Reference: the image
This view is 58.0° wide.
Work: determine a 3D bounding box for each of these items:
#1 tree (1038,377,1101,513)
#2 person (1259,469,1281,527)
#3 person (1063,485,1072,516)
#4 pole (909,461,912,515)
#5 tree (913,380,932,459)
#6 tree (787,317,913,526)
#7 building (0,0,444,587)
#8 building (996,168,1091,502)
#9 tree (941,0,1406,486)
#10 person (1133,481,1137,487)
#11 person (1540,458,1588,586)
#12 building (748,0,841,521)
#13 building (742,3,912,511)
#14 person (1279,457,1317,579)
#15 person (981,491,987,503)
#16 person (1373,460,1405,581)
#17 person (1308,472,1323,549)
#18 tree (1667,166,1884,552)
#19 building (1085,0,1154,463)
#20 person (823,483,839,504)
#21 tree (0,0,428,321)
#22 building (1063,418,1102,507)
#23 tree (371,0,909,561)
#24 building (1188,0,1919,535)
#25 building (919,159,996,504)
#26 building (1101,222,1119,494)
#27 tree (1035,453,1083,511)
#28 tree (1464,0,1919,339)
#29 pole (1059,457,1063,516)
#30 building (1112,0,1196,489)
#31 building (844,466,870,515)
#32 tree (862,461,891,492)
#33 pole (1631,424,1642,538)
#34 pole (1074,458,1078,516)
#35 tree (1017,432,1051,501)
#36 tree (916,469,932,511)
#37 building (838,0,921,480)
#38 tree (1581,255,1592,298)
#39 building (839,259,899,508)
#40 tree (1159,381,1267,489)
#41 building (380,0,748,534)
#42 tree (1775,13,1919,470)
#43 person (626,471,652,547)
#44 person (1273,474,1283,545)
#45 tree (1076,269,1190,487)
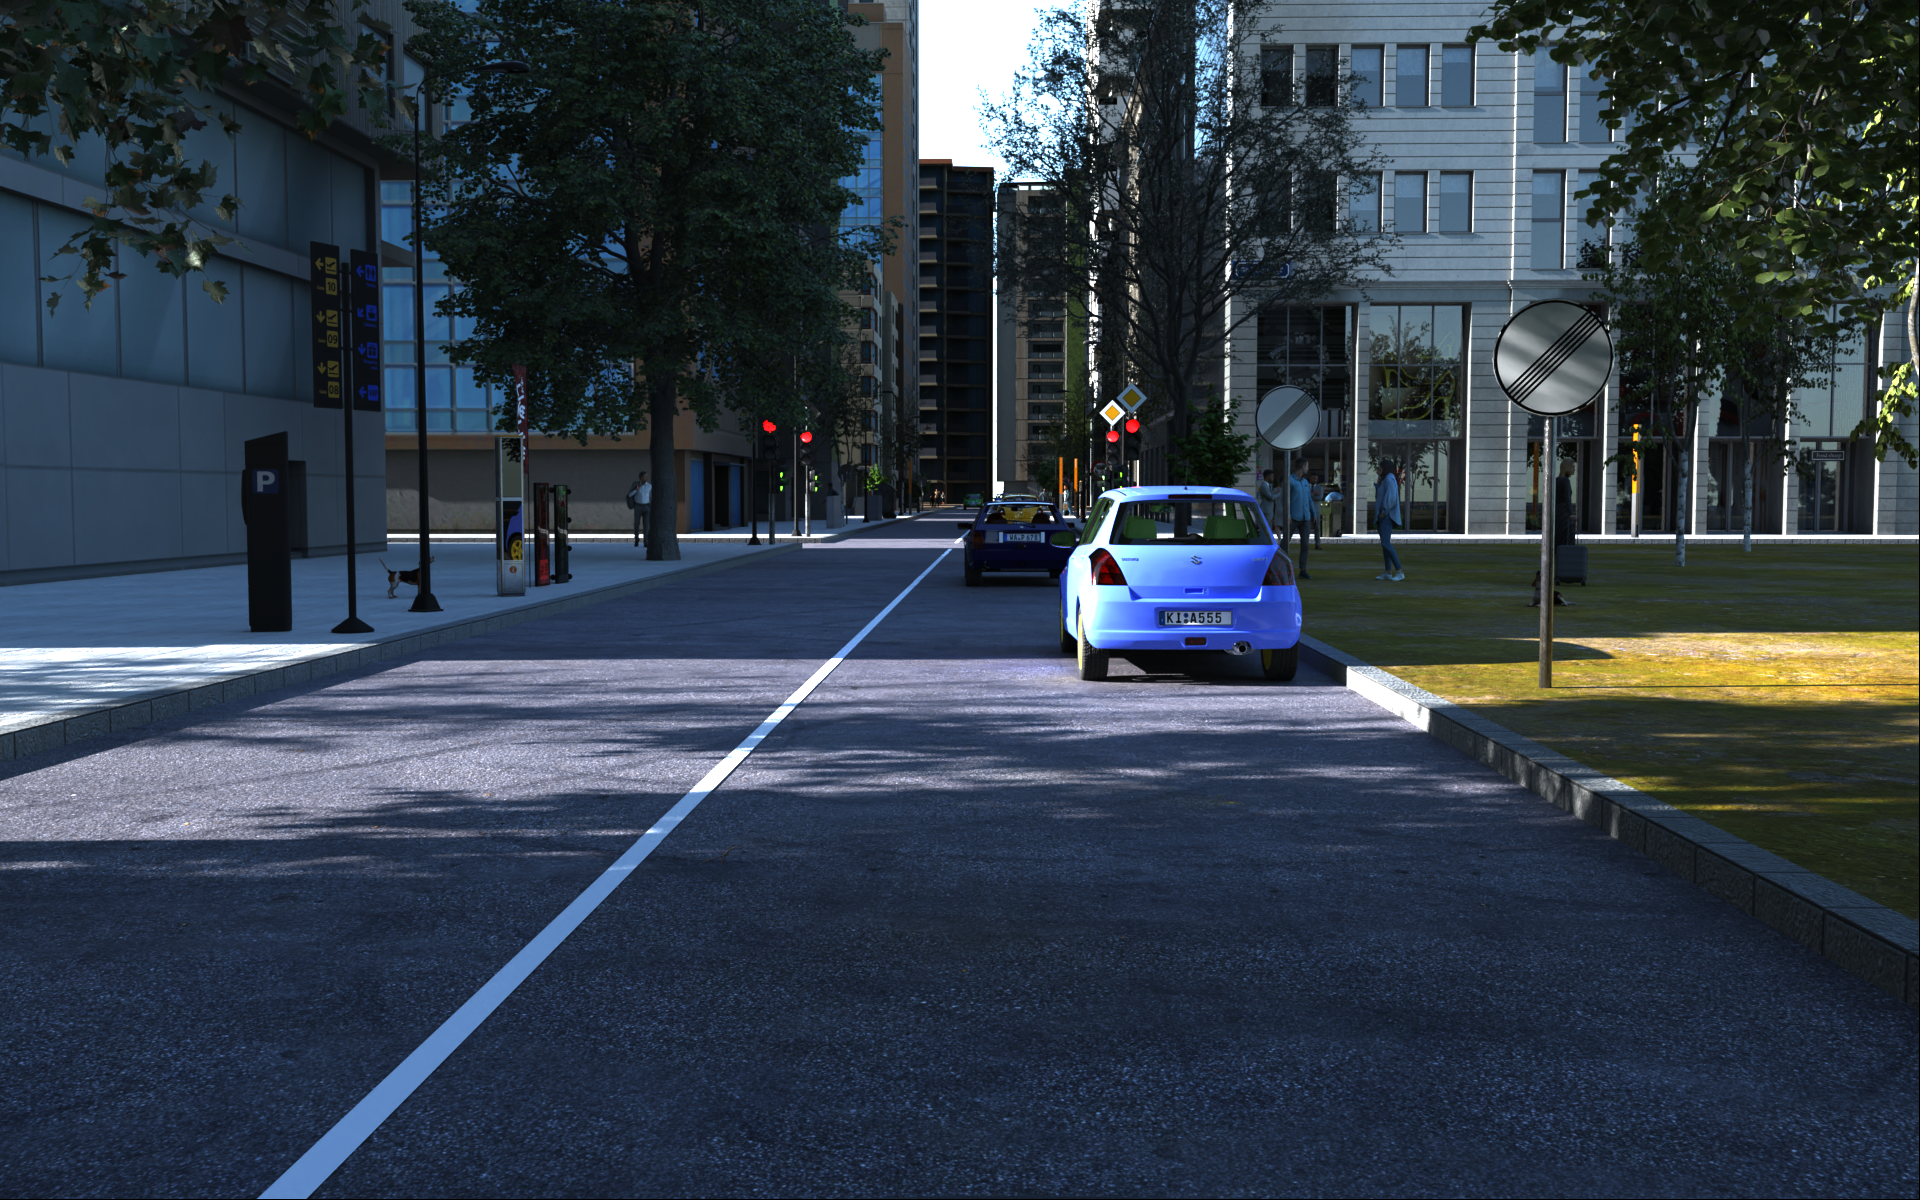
[{"bbox_3d":[6.941,-9.675,108.540,4.737,8.622,4.395,0,3,0],"label":"tree"},{"bbox_3d":[6.505,-1.843,36.358,0.466,1.800,0.511,0,4,6],"label":"person"},{"bbox_3d":[6.096,-5.700,99.216,0.713,1.824,0.794,0,4,0],"label":"person"},{"bbox_3d":[-3.083,-6.942,107.338,0.158,3.312,0.155,0,3,0],"label":"pole"},{"bbox_3d":[-3.776,-9.926,112.644,4.360,8.622,3.978,0,3,0],"label":"tree"},{"bbox_3d":[-4.745,-7.208,68.217,4.360,8.622,3.978,0,3,0],"label":"tree"},{"bbox_3d":[-25.404,-26.748,26.570,27.495,52.752,28.713,0,4,2],"label":"building"},{"bbox_3d":[11.551,-32.802,219.908,14.086,41.232,14.154,0,4,2],"label":"building"},{"bbox_3d":[4.687,-7.744,36.980,12.009,13.543,11.850,0,3,0],"label":"tree"},{"bbox_3d":[6.795,-3.707,67.077,0.534,1.772,0.576,3,4,38],"label":"person"},{"bbox_3d":[8.618,-1.129,24.728,0.699,1.804,1.509,1,4,22],"label":"person"},{"bbox_3d":[-13.402,-24.421,82.873,14.154,41.232,14.086,0,4,2],"label":"building"},{"bbox_3d":[-11.795,-31.365,162.928,14.600,45.320,14.200,0,4,2],"label":"building"},{"bbox_3d":[5.120,-1.252,26.382,0.638,1.841,0.748,-1,4,-19],"label":"person"},{"bbox_3d":[2.437,-10.601,181.962,0.705,1.807,1.348,-3,5,-42],"label":"person"},{"bbox_3d":[6.398,-1.194,25.827,0.793,1.790,0.793,-2,4,-26],"label":"person"},{"bbox_3d":[8.144,-2.068,40.032,0.511,1.800,0.466,0,4,-4],"label":"person"},{"bbox_3d":[17.715,-5.375,38.248,4.360,8.622,3.978,0,3,0],"label":"tree"},{"bbox_3d":[25.069,-34.475,152.901,28.713,52.752,27.495,0,4,2],"label":"building"},{"bbox_3d":[-5.693,-4.296,76.630,0.721,1.781,0.623,0,4,3],"label":"person"},{"bbox_3d":[-7.013,-5.459,6.260,9.611,12.733,9.660,0,3,0],"label":"tree"},{"bbox_3d":[22.591,-53.117,181.140,22.319,86.520,31.000,0,4,2],"label":"building"},{"bbox_3d":[-5.883,-7.744,33.270,9.857,13.997,8.962,0,3,0],"label":"tree"},{"bbox_3d":[23.348,-17.209,58.858,29.804,29.767,11.434,0,4,2],"label":"building"},{"bbox_3d":[-9.808,-34.850,224.414,28.867,44.769,22.147,0,4,2],"label":"building"},{"bbox_3d":[16.316,-17.677,118.702,12.332,23.373,15.834,0,4,2],"label":"building"},{"bbox_3d":[7.902,-9.848,144.728,4.285,4.588,4.351,0,3,0],"label":"tree"},{"bbox_3d":[5.164,-5.406,6.523,7.486,12.596,7.792,0,3,0],"label":"tree"},{"bbox_3d":[5.594,-6.235,95.784,0.158,3.312,0.155,0,3,0],"label":"pole"},{"bbox_3d":[17.398,-19.090,88.537,17.030,29.872,44.131,0,4,2],"label":"building"},{"bbox_3d":[-22.230,-25.587,110.223,32.217,40.220,23.993,0,4,2],"label":"building"},{"bbox_3d":[-4.942,-6.462,100.262,1.663,3.219,1.824,0,3,0],"label":"tree"},{"bbox_3d":[19.838,-3.484,50.799,0.158,3.312,0.155,0,3,0],"label":"pole"},{"bbox_3d":[6.643,-6.446,99.236,0.158,3.312,0.155,0,3,0],"label":"pole"},{"bbox_3d":[9.086,-15.498,203.753,4.360,8.622,3.978,0,3,0],"label":"tree"},{"bbox_3d":[-2.995,-8.488,133.380,1.663,3.219,1.824,0,3,0],"label":"tree"},{"bbox_3d":[-15.142,-45.884,188.460,20.611,71.187,20.563,0,4,2],"label":"building"},{"bbox_3d":[12.959,-4.915,30.726,4.737,8.622,4.395,0,3,0],"label":"tree"},{"bbox_3d":[-19.784,-18.184,142.353,27.650,21.520,28.899,0,4,2],"label":"building"},{"bbox_3d":[4.340,-2.157,29.871,1.663,3.219,1.824,0,3,0],"label":"tree"},{"bbox_3d":[-15.114,-25.112,60.685,14.600,45.320,14.200,0,4,2],"label":"building"},{"bbox_3d":[8.817,-3.956,15.043,4.737,8.622,4.395,0,3,0],"label":"tree"},{"bbox_3d":[-7.745,-2.191,41.967,0.679,1.850,0.850,-1,4,-20],"label":"person"},{"bbox_3d":[7.325,-1.986,39.259,0.466,1.731,0.760,0,4,4],"label":"person"},{"bbox_3d":[5.577,-6.546,57.383,4.360,8.622,3.978,0,3,0],"label":"tree"}]
